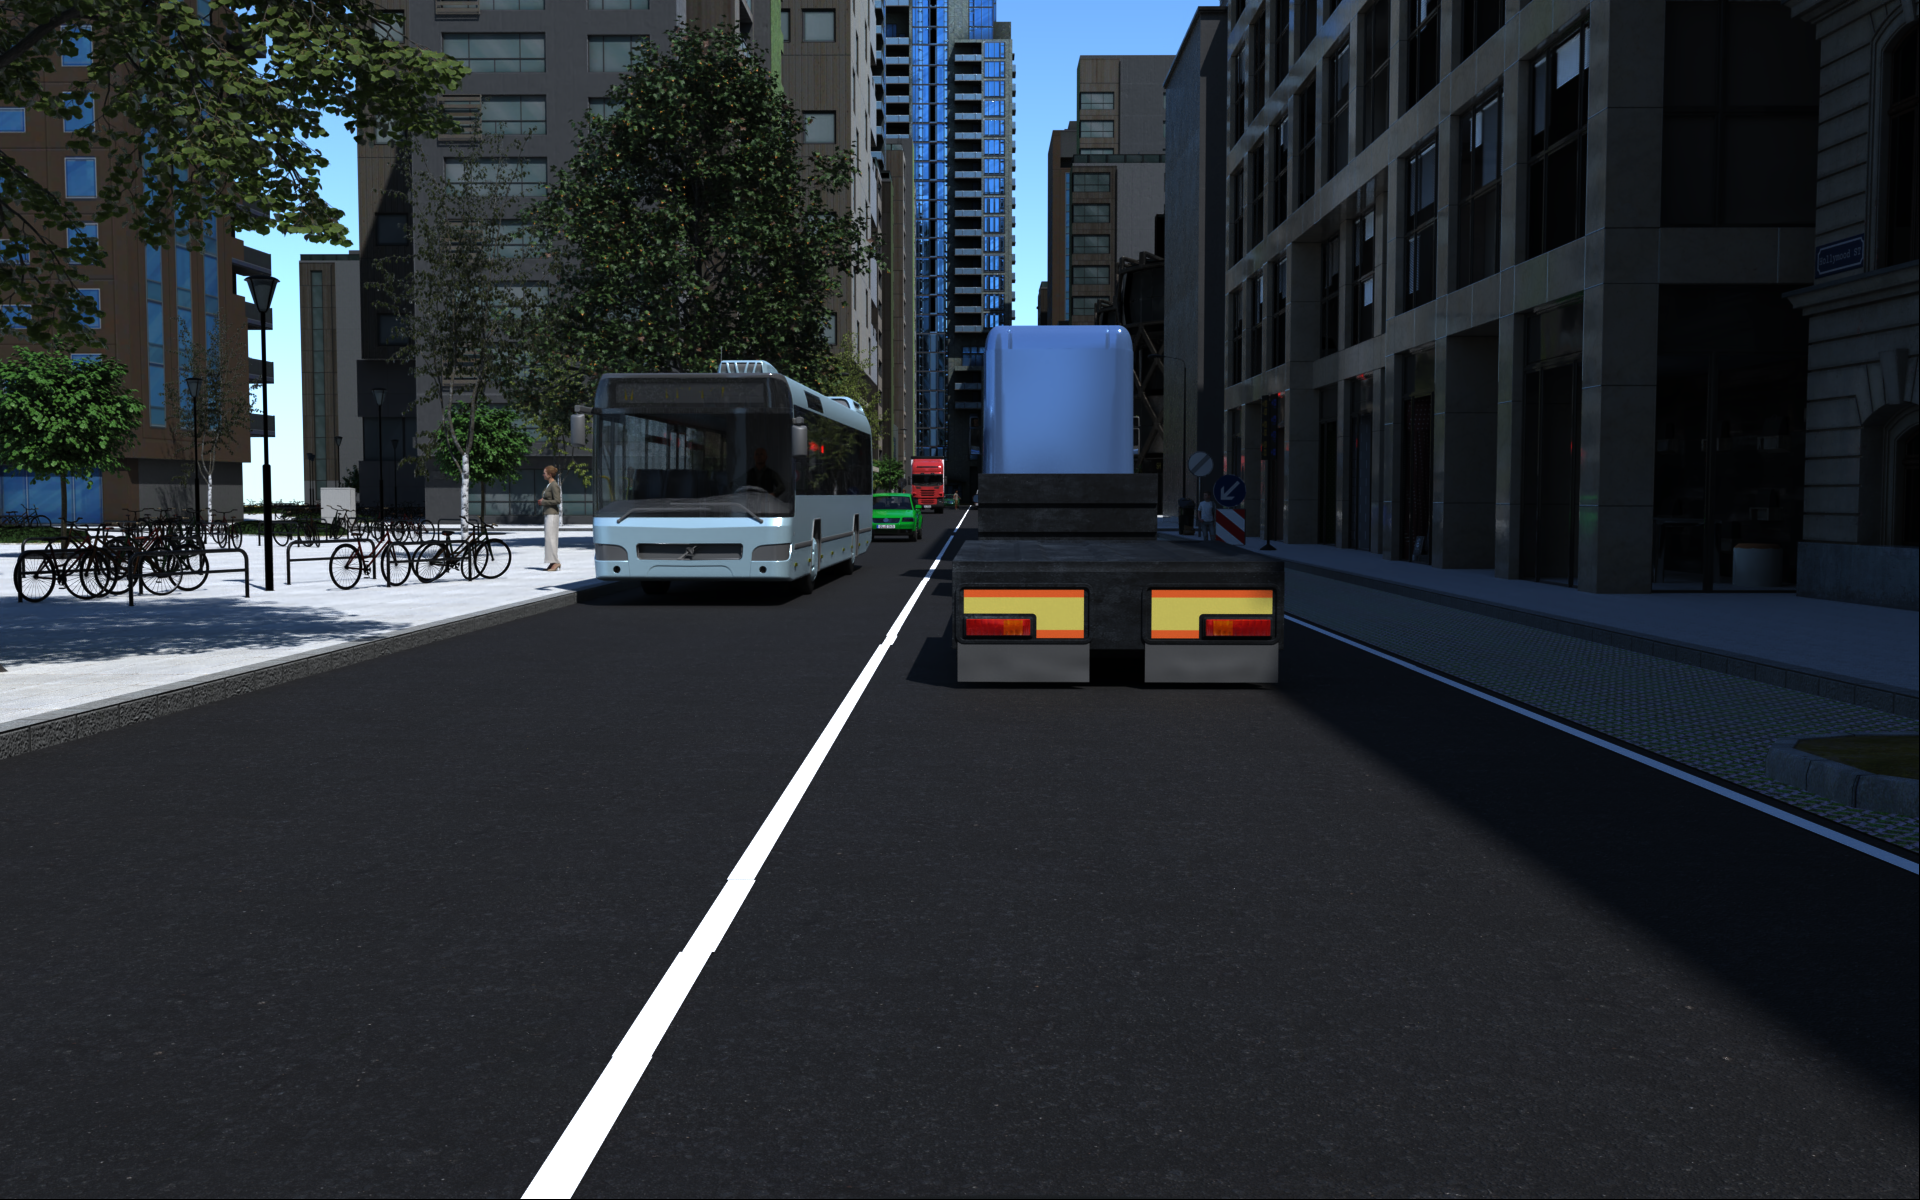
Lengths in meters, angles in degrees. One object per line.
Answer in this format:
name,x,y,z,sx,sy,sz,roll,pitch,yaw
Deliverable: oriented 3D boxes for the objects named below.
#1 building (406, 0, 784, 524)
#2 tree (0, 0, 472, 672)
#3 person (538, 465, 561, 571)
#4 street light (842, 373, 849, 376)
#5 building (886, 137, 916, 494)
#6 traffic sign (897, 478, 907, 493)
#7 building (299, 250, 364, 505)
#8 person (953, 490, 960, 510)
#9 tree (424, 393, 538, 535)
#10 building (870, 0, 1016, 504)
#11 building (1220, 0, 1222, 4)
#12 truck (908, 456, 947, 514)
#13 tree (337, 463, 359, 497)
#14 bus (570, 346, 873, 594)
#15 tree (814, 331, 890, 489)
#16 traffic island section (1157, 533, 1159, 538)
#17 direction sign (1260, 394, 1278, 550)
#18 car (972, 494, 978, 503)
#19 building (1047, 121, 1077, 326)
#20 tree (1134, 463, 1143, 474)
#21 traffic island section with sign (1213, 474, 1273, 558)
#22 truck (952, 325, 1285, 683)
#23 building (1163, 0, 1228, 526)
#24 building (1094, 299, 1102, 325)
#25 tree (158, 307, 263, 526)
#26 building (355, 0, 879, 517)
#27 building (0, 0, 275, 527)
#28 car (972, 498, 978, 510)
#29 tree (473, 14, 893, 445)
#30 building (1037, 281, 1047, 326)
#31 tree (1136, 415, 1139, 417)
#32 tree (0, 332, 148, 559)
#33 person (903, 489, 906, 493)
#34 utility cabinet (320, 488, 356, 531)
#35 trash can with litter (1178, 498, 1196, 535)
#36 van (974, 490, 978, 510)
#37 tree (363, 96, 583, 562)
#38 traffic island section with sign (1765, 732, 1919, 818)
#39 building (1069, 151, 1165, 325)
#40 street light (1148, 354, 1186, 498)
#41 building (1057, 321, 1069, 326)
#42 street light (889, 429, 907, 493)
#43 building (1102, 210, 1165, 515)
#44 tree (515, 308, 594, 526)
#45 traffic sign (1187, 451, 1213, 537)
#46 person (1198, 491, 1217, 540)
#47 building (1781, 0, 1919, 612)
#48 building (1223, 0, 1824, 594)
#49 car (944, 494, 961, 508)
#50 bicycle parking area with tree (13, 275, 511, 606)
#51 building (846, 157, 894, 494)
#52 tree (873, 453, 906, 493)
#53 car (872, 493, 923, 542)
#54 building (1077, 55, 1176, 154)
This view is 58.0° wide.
building,-15.685,-24.107,77.747,14.154,41.232,14.086,0,4,1
tree,-6.905,-5.719,11.632,7.486,12.596,7.792,0,3,0
person,-6.874,-1.368,28.961,0.362,1.759,0.519,-1,4,-22
street light,-4.938,-5.742,66.425,1.470,5.913,1.316,0,4,1
building,-12.349,-31.189,193.528,14.154,41.232,14.086,0,4,1
traffic sign,-4.566,-8.352,136.659,0.768,2.556,0.104,1,4,10
building,-70.081,-26.764,209.284,14.107,30.474,14.160,0,4,1
person,-0.316,-9.252,159.780,0.705,1.824,1.348,2,4,27
tree,-15.102,-4.343,54.716,4.285,4.588,4.351,0,3,0
building,-5.598,-56.440,235.459,31.000,86.520,22.319,0,4,1
building,40.913,-46.848,204.219,20.611,71.187,20.563,0,4,1
truck,-2.439,-8.627,129.961,2.839,4.237,11.283,0,4,-1
tree,-36.300,-6.704,104.206,1.663,3.219,1.824,0,3,0
bus,-3.224,-2.001,27.575,2.948,3.499,13.247,0,4,2
tree,-5.548,-7.901,79.538,4.737,8.622,4.395,0,3,0
traffic island section,5.553,-2.193,58.139,2.009,0.180,2.903,0,4,1
direction sign,7.051,-2.907,39.523,0.379,3.537,0.876,-1,4,-12
car,1.416,-1.783,37.817,2.281,1.827,5.304,0,4,0
building,17.706,-34.156,208.553,14.600,45.320,14.200,0,4,1
tree,9.062,-5.953,91.938,1.663,3.219,1.824,0,3,0
traffic island section with sign,5.328,-1.650,35.612,1.989,1.847,2.006,0,4,1
truck,1.411,-1.965,21.890,2.967,4.110,18.799,0,4,2
building,24.316,-15.539,73.123,30.058,24.678,14.314,0,4,1
building,18.640,-16.229,132.802,16.820,18.784,16.811,0,4,1
tree,-29.770,-7.236,68.678,4.360,8.622,3.978,0,3,0
building,-19.140,-31.617,106.169,28.713,52.752,27.495,0,4,1
building,-39.250,-25.878,73.209,14.200,45.320,14.600,0,4,1
car,2.132,-9.237,160.805,2.009,1.686,4.222,0,4,1
tree,-6.405,-7.637,41.868,9.611,12.733,9.660,0,3,0
building,17.511,-28.179,232.424,14.107,30.474,14.160,0,4,1
tree,8.197,-9.067,98.610,4.737,8.622,4.395,0,3,0
tree,-17.976,-3.112,34.591,4.285,4.588,4.351,0,3,0
person,-5.409,-9.614,163.954,0.721,1.743,1.217,1,4,12
utility cabinet,-21.255,-3.092,59.236,1.173,1.500,0.318,1,4,16
trash can with litter,7.179,-2.620,54.220,0.624,1.170,1.055,0,4,-4
van,2.140,-9.150,156.609,2.013,2.044,4.112,0,4,0
tree,-9.385,-5.053,32.982,4.360,8.622,3.978,0,3,0
traffic island section with sign,5.050,0.023,8.249,1.989,1.847,2.006,0,4,1
building,16.341,-23.135,149.964,14.160,30.474,14.107,0,4,1
street light,6.937,-5.208,57.687,1.470,5.913,1.316,0,4,1
building,23.807,-20.928,187.210,27.650,21.520,28.899,0,4,1
street light,-4.437,-9.202,122.990,1.470,5.913,1.316,0,4,1
building,18.188,-14.818,109.731,16.820,18.784,16.811,0,4,1
tree,-15.823,-7.210,68.241,4.737,8.622,4.395,0,3,0
traffic sign,7.160,-3.154,51.670,0.768,2.556,0.104,0,4,2
person,5.846,-1.802,40.557,0.503,1.515,0.523,-1,4,-18
building,15.472,-11.312,4.030,14.460,24.649,34.723,0,4,1
building,17.962,-14.301,38.342,19.350,26.468,34.151,0,4,1
car,-0.967,-10.107,177.048,2.131,1.459,4.920,0,4,1
bicycle parking area with tree,-11.476,-2.261,23.971,8.231,4.147,9.016,2,4,35
building,-13.012,-23.033,148.288,14.160,30.474,14.107,0,4,1
tree,-5.858,-9.509,139.182,4.285,4.588,4.351,0,3,0
car,-2.123,-2.729,53.422,1.959,1.807,4.718,0,4,2
building,17.991,-29.457,165.215,14.154,41.232,14.086,0,4,1
